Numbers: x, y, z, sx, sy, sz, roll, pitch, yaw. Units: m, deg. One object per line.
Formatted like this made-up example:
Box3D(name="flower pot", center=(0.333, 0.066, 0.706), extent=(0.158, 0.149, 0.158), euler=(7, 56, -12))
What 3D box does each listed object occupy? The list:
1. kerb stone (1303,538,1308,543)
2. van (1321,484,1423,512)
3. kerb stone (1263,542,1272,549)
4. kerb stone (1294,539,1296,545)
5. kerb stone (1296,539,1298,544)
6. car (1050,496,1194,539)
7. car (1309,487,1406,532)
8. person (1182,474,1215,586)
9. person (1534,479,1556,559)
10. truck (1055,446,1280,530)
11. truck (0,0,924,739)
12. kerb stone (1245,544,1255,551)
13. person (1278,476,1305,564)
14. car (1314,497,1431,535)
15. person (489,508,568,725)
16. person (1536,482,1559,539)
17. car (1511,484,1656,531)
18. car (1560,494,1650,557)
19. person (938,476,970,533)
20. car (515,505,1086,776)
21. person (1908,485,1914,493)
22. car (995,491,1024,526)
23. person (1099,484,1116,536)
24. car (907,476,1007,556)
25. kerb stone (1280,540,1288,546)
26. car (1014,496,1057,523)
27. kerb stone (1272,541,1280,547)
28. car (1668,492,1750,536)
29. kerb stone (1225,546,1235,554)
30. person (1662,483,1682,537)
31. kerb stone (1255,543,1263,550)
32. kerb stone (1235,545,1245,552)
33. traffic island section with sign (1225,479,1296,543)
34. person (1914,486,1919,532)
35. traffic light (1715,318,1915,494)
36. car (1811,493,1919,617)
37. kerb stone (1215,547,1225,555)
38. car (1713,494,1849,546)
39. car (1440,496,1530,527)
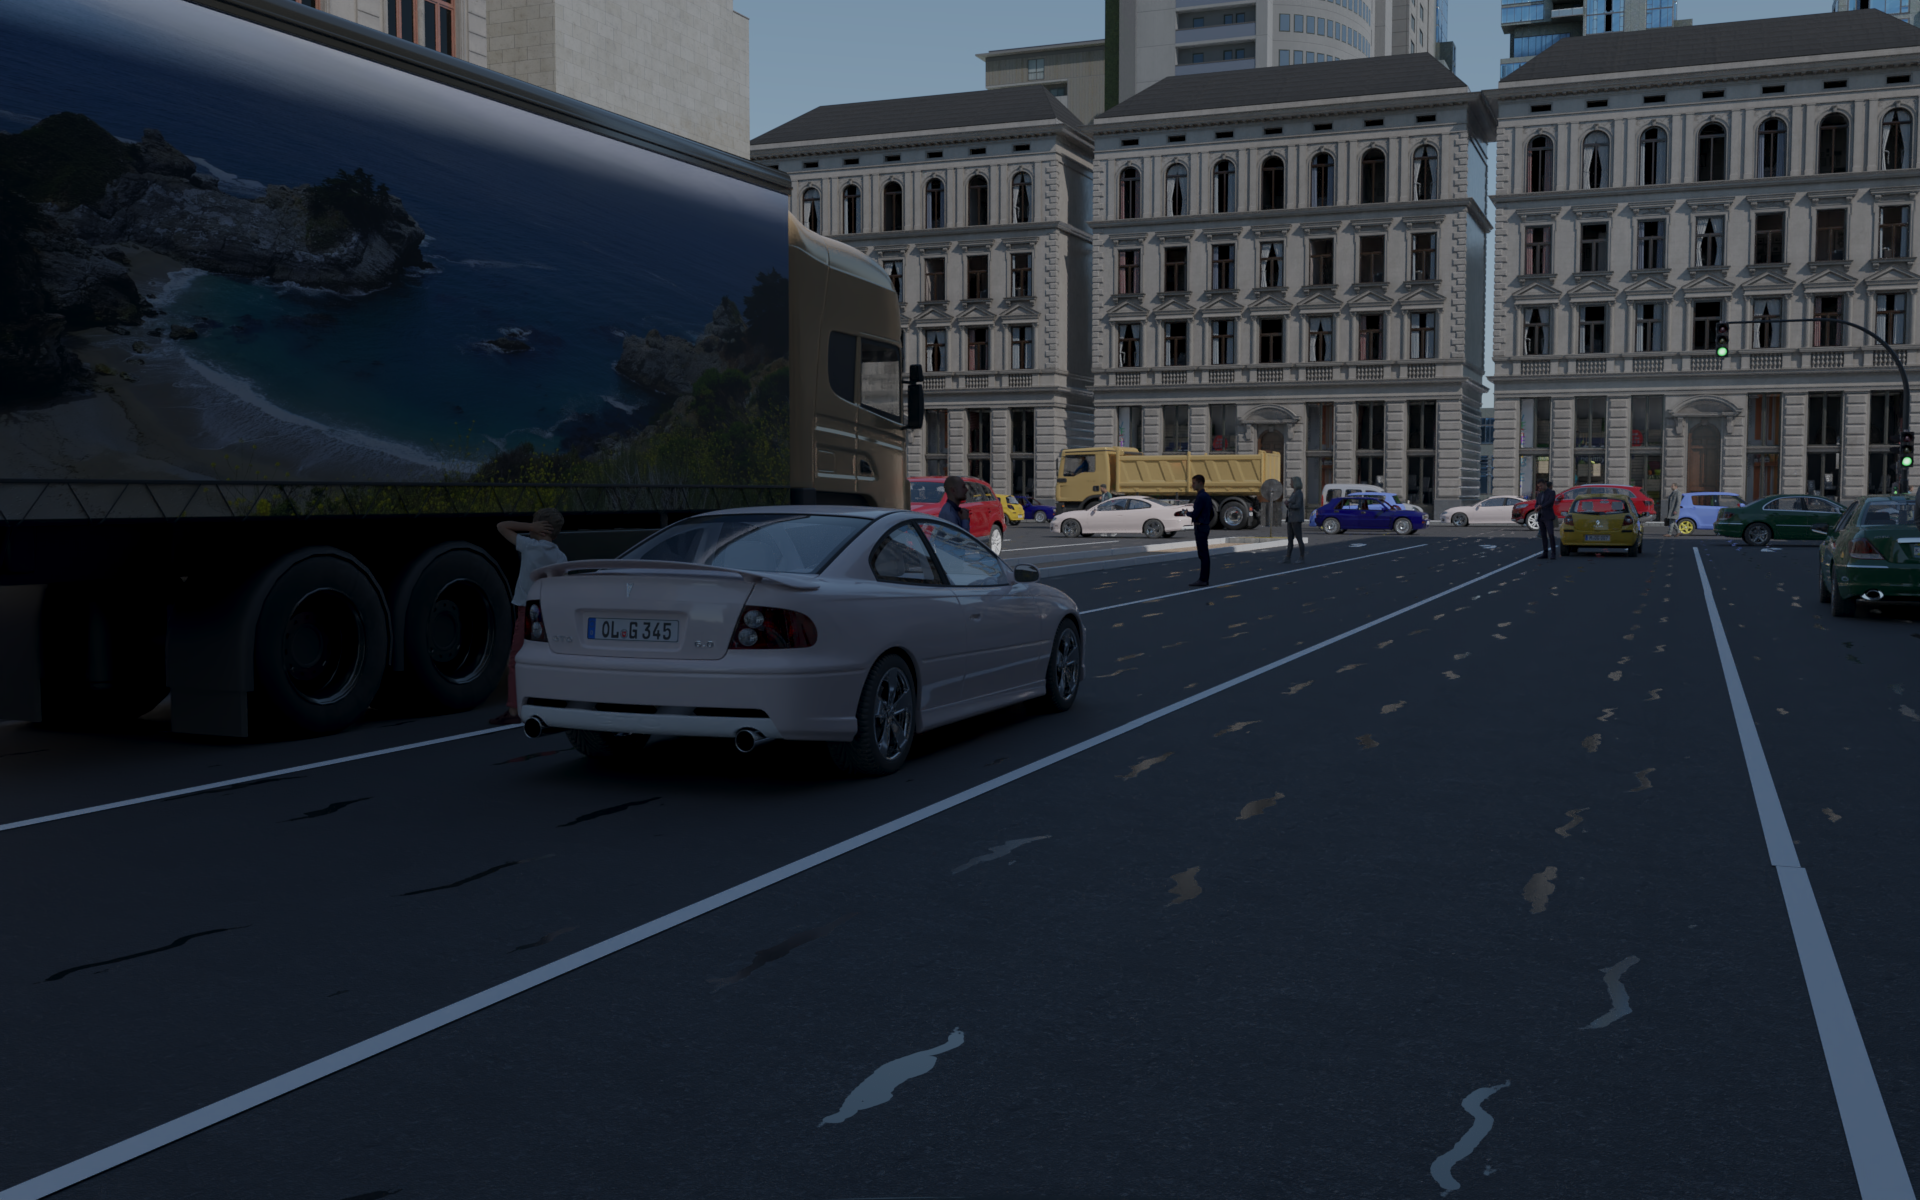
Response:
Box3D(name="kerb stone", center=(9.977, -1.729, 50.465), extent=(0.120, 0.150, 1.000), euler=(1, 4, 22))
Box3D(name="van", center=(16.605, -3.838, 69.764), extent=(4.112, 2.044, 2.013), euler=(1, 4, 22))
Box3D(name="kerb stone", center=(8.002, -1.430, 45.703), extent=(0.120, 0.150, 1.000), euler=(1, 4, 22))
Box3D(name="kerb stone", center=(9.188, -1.612, 48.556), extent=(0.120, 0.150, 1.000), euler=(1, 4, 22))
Box3D(name="kerb stone", center=(9.585, -1.663, 49.506), extent=(0.120, 0.150, 1.000), euler=(1, 4, 22))
Box3D(name="car", center=(5.320, -2.727, 56.949), extent=(4.827, 1.381, 2.083), euler=(1, 4, 22))
Box3D(name="car", center=(15.333, -3.494, 66.726), extent=(3.694, 1.707, 1.945), euler=(1, 4, 22))
Box3D(name="person", center=(3.713, -1.093, 27.078), extent=(0.504, 1.737, 0.576), euler=(1, 4, 11))
Box3D(name="person", center=(12.850, -1.785, 38.126), extent=(0.568, 1.767, 0.683), euler=(-2, 4, -30))
Box3D(name="truck", center=(7.973, -4.577, 70.765), extent=(9.791, 3.379, 3.469), euler=(2, 4, 24))
Box3D(name="truck", center=(-3.475, -1.509, 13.581), extent=(2.839, 4.237, 11.283), euler=(2, 4, 23))
Box3D(name="kerb stone", center=(7.217, -1.321, 43.801), extent=(0.120, 0.150, 1.000), euler=(1, 4, 22))
Box3D(name="person", center=(6.875, -1.656, 35.760), extent=(0.526, 1.800, 0.537), euler=(0, 4, 1))
Box3D(name="car", center=(14.647, -2.992, 61.500), extent=(3.894, 1.354, 1.945), euler=(2, 4, 23))
Box3D(name="person", center=(-2.692, 0.096, 10.835), extent=(0.340, 1.345, 0.435), euler=(3, 4, 37))
Box3D(name="person", center=(18.569, -2.827, 54.707), extent=(0.713, 1.824, 0.794), euler=(2, 4, 35))
Box3D(name="car", center=(24.171, -3.581, 67.217), extent=(5.304, 1.827, 2.281), euler=(1, 4, 22))
Box3D(name="car", center=(15.279, -1.891, 41.141), extent=(2.015, 1.641, 3.980), euler=(2, 4, 24))
Box3D(name="person", center=(-0.038, -0.184, 13.574), extent=(0.319, 1.574, 0.516), euler=(0, 4, 6))
Box3D(name="car", center=(-0.682, 0.121, 10.388), extent=(2.083, 1.381, 4.827), euler=(1, 4, 22))
Box3D(name="person", center=(37.147, -3.615, 67.955), extent=(0.444, 1.785, 0.601), euler=(1, 4, 22))
Box3D(name="car", center=(0.916, -4.196, 78.829), extent=(3.980, 1.641, 2.015), euler=(1, 4, 23))
Box3D(name="person", center=(4.991, -3.078, 59.172), extent=(0.721, 1.781, 0.623), euler=(-3, 5, -42))
Box3D(name="car", center=(-0.702, -1.671, 35.995), extent=(2.281, 1.827, 5.304), euler=(1, 4, 22))
Box3D(name="kerb stone", center=(8.798, -1.554, 47.605), extent=(0.120, 0.150, 1.000), euler=(1, 4, 22))
Box3D(name="car", center=(3.194, -4.519, 86.464), extent=(3.894, 1.354, 1.945), euler=(2, 4, 24))
Box3D(name="kerb stone", center=(8.396, -1.491, 46.652), extent=(0.120, 0.150, 1.000), euler=(1, 4, 22))
Box3D(name="car", center=(26.321, -3.052, 59.496), extent=(3.694, 1.707, 1.945), euler=(1, 4, 21))
Box3D(name="kerb stone", center=(6.424, -1.203, 41.894), extent=(0.120, 0.150, 1.000), euler=(1, 4, 22))
Box3D(name="person", center=(23.729, -3.001, 57.664), extent=(0.767, 1.812, 0.694), euler=(0, 4, -2))
Box3D(name="kerb stone", center=(7.602, -1.376, 44.754), extent=(0.120, 0.150, 1.000), euler=(1, 4, 22))
Box3D(name="kerb stone", center=(6.819, -1.263, 42.848), extent=(0.120, 0.150, 1.000), euler=(1, 4, 22))
Box3D(name="traffic island section with sign", center=(8.986, -2.606, 50.736), extent=(2.006, 1.907, 1.989), euler=(1, 4, 22))
Box3D(name="person", center=(9.216, -0.462, 16.238), extent=(0.473, 1.802, 0.592), euler=(2, 4, 25))
Box3D(name="traffic light", center=(22.074, -4.289, 44.795), extent=(4.771, 5.953, 1.251), euler=(1, 4, 22))
Box3D(name="car", center=(11.621, -0.575, 21.207), extent=(2.131, 1.459, 4.920), euler=(2, 4, 24))
Box3D(name="kerb stone", center=(6.026, -1.144, 40.942), extent=(0.120, 0.150, 1.000), euler=(1, 4, 22))
Box3D(name="car", center=(23.477, -2.203, 47.818), extent=(4.920, 1.459, 2.131), euler=(1, 4, 21))
Box3D(name="car", center=(23.471, -3.875, 75.724), extent=(4.827, 1.381, 2.083), euler=(2, 4, 23))
